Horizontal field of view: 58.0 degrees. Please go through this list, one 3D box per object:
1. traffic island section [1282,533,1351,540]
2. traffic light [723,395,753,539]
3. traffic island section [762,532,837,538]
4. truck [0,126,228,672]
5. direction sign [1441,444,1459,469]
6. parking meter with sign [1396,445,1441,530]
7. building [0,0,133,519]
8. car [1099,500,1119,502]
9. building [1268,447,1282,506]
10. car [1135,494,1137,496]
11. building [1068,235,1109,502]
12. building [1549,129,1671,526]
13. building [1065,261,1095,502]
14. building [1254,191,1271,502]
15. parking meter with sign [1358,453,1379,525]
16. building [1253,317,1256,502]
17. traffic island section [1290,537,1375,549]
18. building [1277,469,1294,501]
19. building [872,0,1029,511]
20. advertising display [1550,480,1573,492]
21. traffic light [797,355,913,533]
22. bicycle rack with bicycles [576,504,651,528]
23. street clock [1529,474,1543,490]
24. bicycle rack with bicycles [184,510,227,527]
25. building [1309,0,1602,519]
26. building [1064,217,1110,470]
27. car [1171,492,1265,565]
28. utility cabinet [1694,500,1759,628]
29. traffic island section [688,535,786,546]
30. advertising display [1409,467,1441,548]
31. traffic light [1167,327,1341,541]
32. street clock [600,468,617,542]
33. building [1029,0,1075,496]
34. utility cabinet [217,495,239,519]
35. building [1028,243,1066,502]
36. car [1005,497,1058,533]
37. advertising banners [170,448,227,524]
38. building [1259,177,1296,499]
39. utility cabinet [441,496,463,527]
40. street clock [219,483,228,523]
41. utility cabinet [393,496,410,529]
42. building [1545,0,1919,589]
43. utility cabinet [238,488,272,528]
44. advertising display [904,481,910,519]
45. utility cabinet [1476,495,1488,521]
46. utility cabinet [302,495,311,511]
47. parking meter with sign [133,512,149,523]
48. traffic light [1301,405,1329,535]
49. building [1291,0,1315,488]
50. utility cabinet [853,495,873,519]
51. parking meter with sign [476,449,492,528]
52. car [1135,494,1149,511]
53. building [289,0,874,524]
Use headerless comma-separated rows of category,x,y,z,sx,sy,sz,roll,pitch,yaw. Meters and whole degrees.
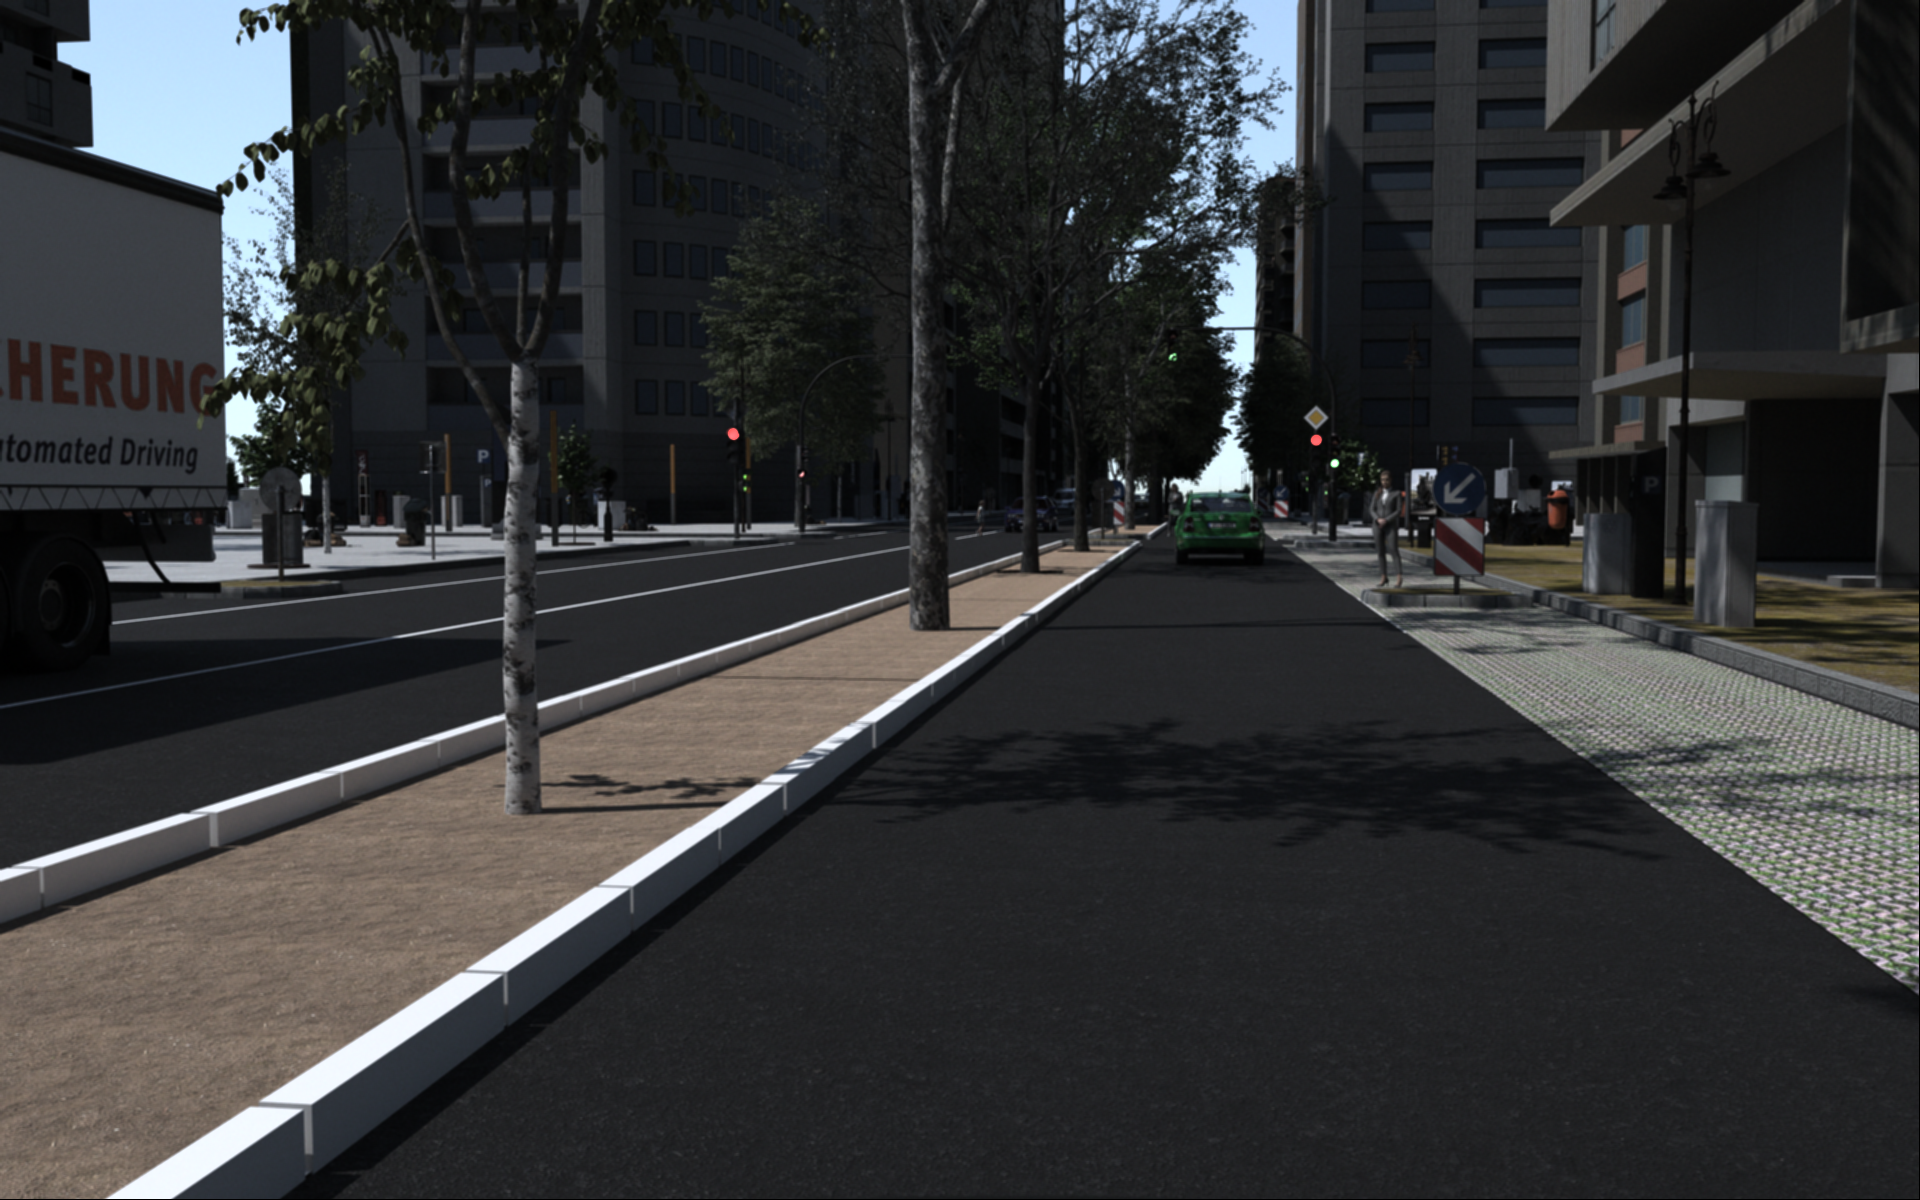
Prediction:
traffic island section,11.276,-1.999,54.962,2.009,0.180,2.903,1,4,8
traffic light,-6.346,-3.693,49.295,0.839,4.253,0.868,1,4,8
traffic island section,-5.245,-2.144,57.339,2.009,0.180,2.903,1,4,8
truck,-8.805,-1.339,10.805,2.839,4.237,11.283,0,4,8
direction sign,22.283,-5.313,78.858,0.379,3.537,0.876,-3,5,-41
parking meter with sign,16.197,-4.002,61.689,1.738,3.016,0.543,1,4,12
building,-57.521,-29.882,77.806,27.495,52.752,28.713,1,4,8
car,15.400,-10.170,178.634,2.083,1.381,4.827,1,4,10
building,45.077,-53.317,184.408,22.319,86.520,31.000,1,4,8
car,20.382,-12.048,205.785,1.959,1.807,4.718,1,4,9
building,15.572,-35.716,267.558,14.154,41.232,14.086,1,4,8
building,37.680,-25.006,63.479,28.867,44.769,22.147,1,4,8
building,2.922,-34.127,249.865,32.217,40.220,23.993,1,4,8
building,55.261,-38.868,259.190,21.300,48.544,21.600,1,4,8
parking meter with sign,17.452,-4.719,73.412,0.543,3.016,1.738,3,4,37
building,54.274,-30.996,278.477,14.160,30.474,14.107,1,4,8
traffic island section,10.137,-1.515,47.058,2.009,0.180,2.903,1,4,8
building,40.300,-44.095,159.197,20.563,71.187,20.611,1,4,8
building,-6.003,-31.808,143.770,21.300,48.544,21.600,1,4,8
advertising display,27.148,-4.461,78.157,0.974,1.923,0.123,2,4,33
traffic light,-3.124,-5.032,56.935,4.771,5.953,1.251,1,4,8
bicycle rack with bicycles,-13.122,-3.215,65.955,2.925,0.926,2.852,-1,4,-16
street clock,21.272,-3.637,64.028,0.358,2.002,0.471,-2,4,-34
bicycle rack with bicycles,-28.681,-3.331,67.839,2.925,0.926,2.852,3,5,41
building,31.334,-34.169,100.659,21.231,58.520,28.212,1,4,8
building,16.906,-38.617,281.504,14.600,45.320,14.200,1,4,8
car,5.449,-1.703,36.644,1.959,1.807,4.718,0,4,6
utility cabinet,7.560,-0.363,17.098,0.306,1.237,1.020,0,4,7
traffic island section,-6.384,-1.661,49.435,2.009,0.180,2.903,1,4,8
advertising display,10.998,-2.187,40.968,0.123,1.923,0.974,-2,4,-27
traffic light,8.015,-4.430,47.106,4.771,5.953,1.251,1,4,8
street clock,-9.483,-2.574,46.657,0.471,2.002,0.358,1,4,9
building,5.197,-48.187,226.104,20.563,71.187,20.611,1,4,8
utility cabinet,-37.214,-4.703,88.056,1.020,1.237,0.306,0,4,5
building,4.503,-26.007,196.916,14.160,30.474,14.107,1,4,8
car,2.723,-3.254,65.789,1.945,1.354,3.894,1,4,9
advertising banners,-28.519,-4.196,64.798,2.074,3.025,0.090,-1,4,-22
building,51.869,-35.414,233.639,22.147,44.769,28.867,1,4,8
utility cabinet,-19.932,-3.472,67.922,1.020,1.237,0.306,3,5,39
street clock,-32.682,-4.410,76.666,0.471,2.002,0.358,-3,4,-39
utility cabinet,-20.904,-3.286,64.893,0.306,1.237,1.020,0,4,2
building,23.331,-26.315,19.491,28.713,52.752,27.495,1,4,8
utility cabinet,-26.570,-3.464,65.310,1.173,1.500,0.318,0,4,7
advertising display,-2.581,-5.070,88.112,0.123,1.923,0.974,2,4,24
utility cabinet,25.215,-4.438,83.729,0.306,1.237,1.020,2,4,31
utility cabinet,-34.188,-4.910,91.446,1.020,1.237,0.306,1,4,18
parking meter with sign,-35.968,-4.929,76.845,0.543,3.016,1.738,1,4,16
traffic light,11.238,-4.033,54.853,0.839,4.253,0.868,1,4,8
building,34.993,-30.145,142.975,14.600,45.320,14.200,1,4,8
utility cabinet,-5.082,-4.883,91.006,1.020,1.237,0.306,-1,4,-19
parking meter with sign,-18.228,-4.305,66.652,0.543,3.016,1.738,-1,4,-22
car,15.748,-8.490,149.037,2.015,1.641,3.980,1,4,10
building,-17.370,-33.277,86.082,21.231,58.520,28.212,1,4,8
